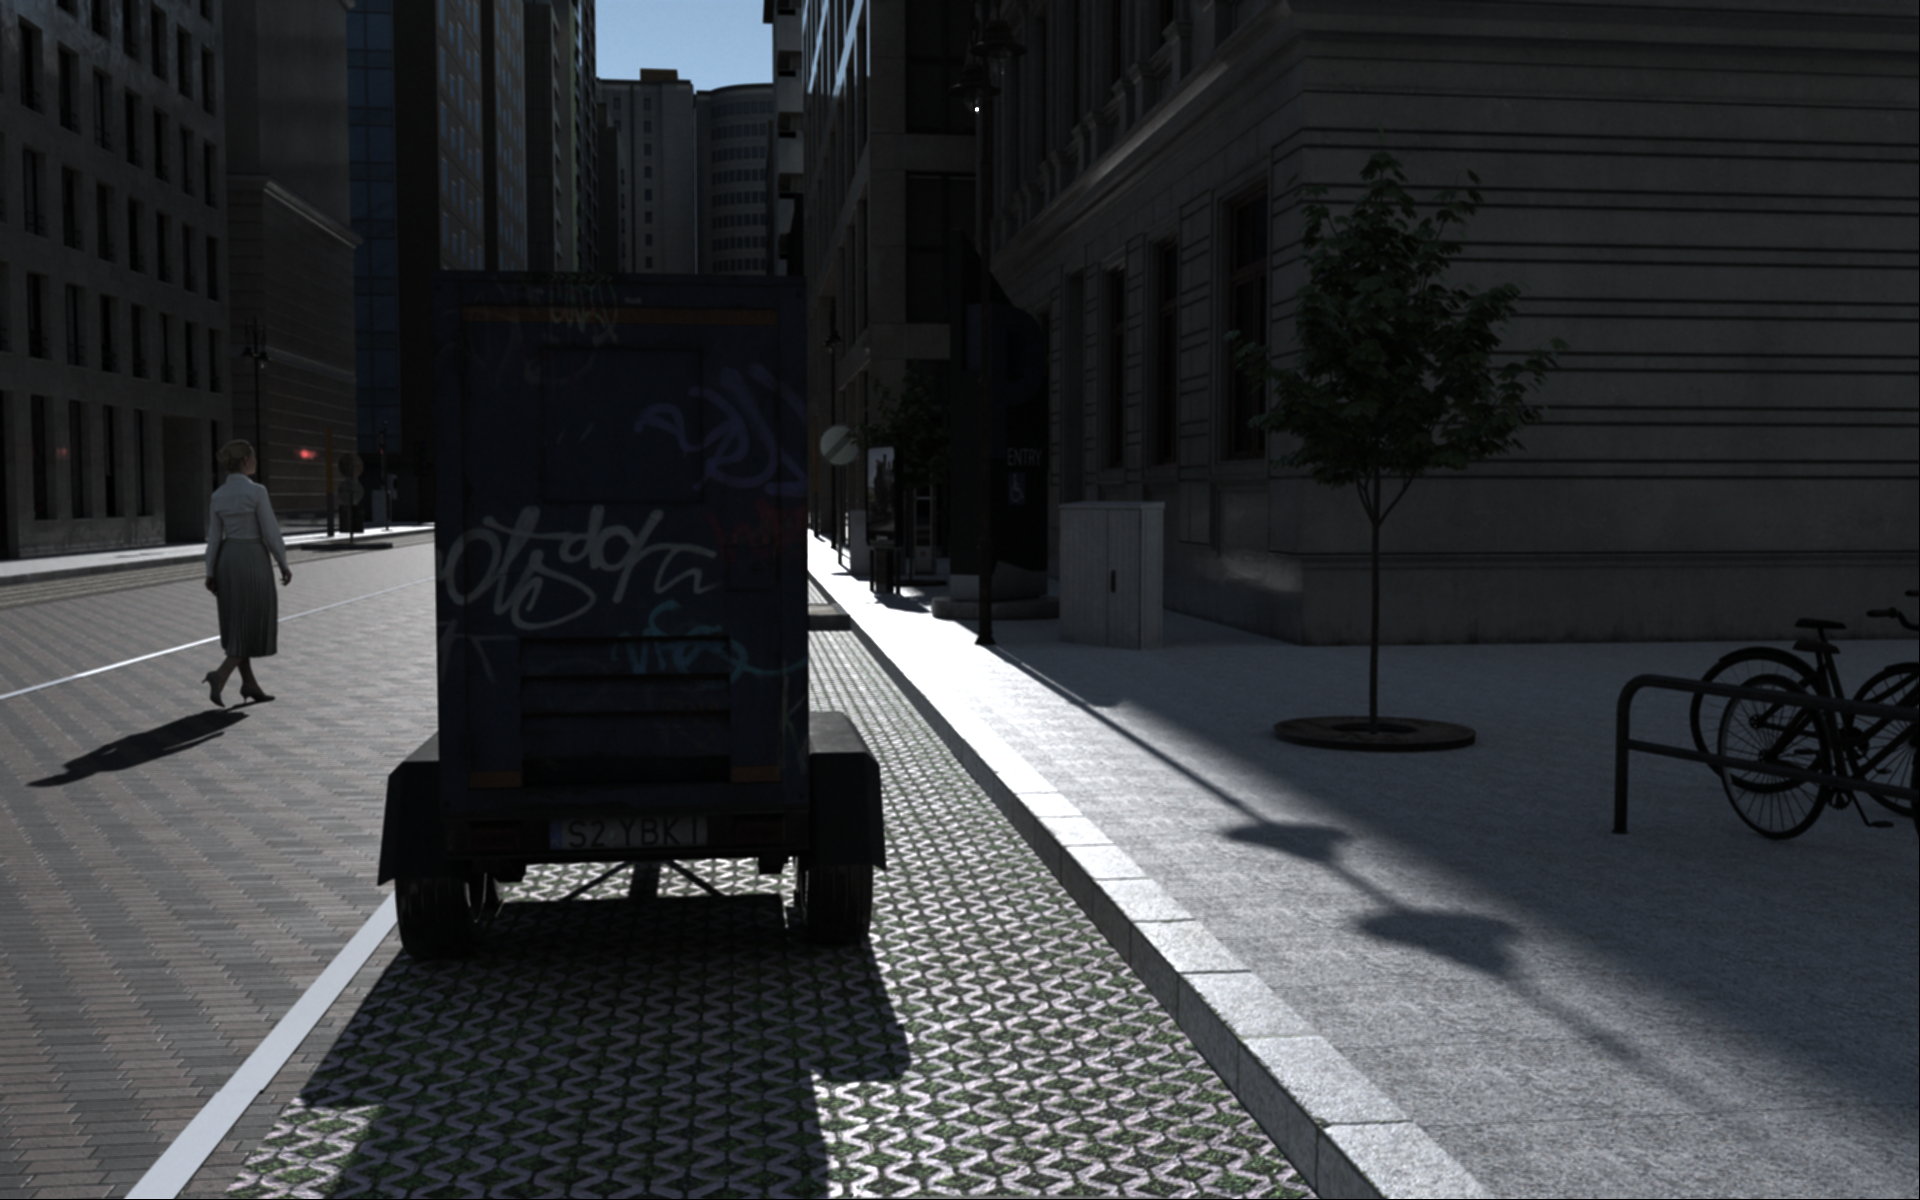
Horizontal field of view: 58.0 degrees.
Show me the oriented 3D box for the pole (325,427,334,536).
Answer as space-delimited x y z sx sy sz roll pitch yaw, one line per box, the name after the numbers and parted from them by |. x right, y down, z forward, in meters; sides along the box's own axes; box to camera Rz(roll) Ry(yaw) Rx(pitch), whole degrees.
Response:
-19.092 -3.585 52.457 0.158 3.312 0.155 0 3 0 | pole

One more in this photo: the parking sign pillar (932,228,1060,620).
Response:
0.423 -1.817 18.173 1.447 3.967 1.447 2 4 33 | parking sign pillar

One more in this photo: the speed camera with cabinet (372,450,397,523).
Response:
-25.482 -5.038 76.701 0.660 3.252 2.038 0 4 -3 | speed camera with cabinet

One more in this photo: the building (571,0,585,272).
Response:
-45.673 -51.929 161.718 22.319 86.520 31.000 0 4 -7 | building

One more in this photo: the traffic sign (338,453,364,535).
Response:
-19.093 -3.316 54.326 0.768 2.556 0.104 0 4 -6 | traffic sign

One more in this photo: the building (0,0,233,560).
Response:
-24.480 -11.279 39.169 10.420 20.320 16.860 0 4 -7 | building

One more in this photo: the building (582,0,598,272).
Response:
-48.113 -45.928 189.177 20.563 71.187 20.611 0 4 -7 | building

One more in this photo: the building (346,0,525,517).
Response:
-36.762 -28.402 114.489 14.600 45.320 14.200 0 4 -7 | building

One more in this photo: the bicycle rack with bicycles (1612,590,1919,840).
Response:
3.714 0.436 6.259 2.852 0.926 2.925 -1 4 -21 | bicycle rack with bicycles

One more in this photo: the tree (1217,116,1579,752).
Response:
2.054 -0.877 8.949 1.663 3.219 1.824 0 3 0 | tree

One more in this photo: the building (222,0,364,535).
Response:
-31.565 -16.610 57.475 20.117 28.700 13.634 0 4 -7 | building

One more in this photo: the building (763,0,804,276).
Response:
-4.298 -35.395 167.943 28.713 52.752 27.495 0 4 -7 | building

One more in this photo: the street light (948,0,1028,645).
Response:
0.216 -2.558 14.617 0.468 5.910 1.993 0 4 -7 | street light

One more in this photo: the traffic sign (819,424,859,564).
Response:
-2.207 -1.937 31.783 0.768 2.556 0.104 0 4 -7 | traffic sign

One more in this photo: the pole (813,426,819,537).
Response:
-4.317 -3.553 51.940 0.158 3.312 0.155 0 3 0 | pole

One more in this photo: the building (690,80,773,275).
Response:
-23.131 -43.051 245.880 28.212 58.520 21.231 0 4 -7 | building

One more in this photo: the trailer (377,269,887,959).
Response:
-1.148 0.038 6.435 1.471 1.999 3.904 -1 4 -8 | trailer

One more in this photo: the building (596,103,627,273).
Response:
-51.876 -35.914 210.890 21.600 48.544 21.300 0 4 -7 | building

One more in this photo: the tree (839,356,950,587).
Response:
-0.579 -1.819 24.336 1.663 3.219 1.824 0 3 0 | tree

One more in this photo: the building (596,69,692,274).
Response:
-51.121 -42.835 242.351 28.212 58.520 21.231 0 4 -7 | building

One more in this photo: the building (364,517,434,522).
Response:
-31.384 -26.553 84.247 14.600 45.320 14.200 0 4 -7 | building

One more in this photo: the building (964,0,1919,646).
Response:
6.558 -11.499 24.158 11.583 22.565 21.152 0 4 -7 | building

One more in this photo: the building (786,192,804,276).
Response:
-4.412 -17.046 108.388 12.332 23.373 15.834 0 4 -7 | building

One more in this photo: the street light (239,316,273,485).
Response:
-18.299 -4.425 45.144 0.468 5.910 1.993 0 4 -7 | street light

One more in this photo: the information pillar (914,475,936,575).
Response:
-0.552 -1.411 27.560 0.304 2.012 0.304 1 4 12 | information pillar

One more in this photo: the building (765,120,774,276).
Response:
-13.232 -36.212 215.775 21.300 48.544 21.600 0 4 -7 | building

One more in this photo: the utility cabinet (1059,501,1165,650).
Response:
1.269 -0.216 14.690 0.306 1.237 1.020 -3 4 -37 | utility cabinet

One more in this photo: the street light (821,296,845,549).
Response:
-2.976 -4.150 40.648 0.468 5.910 1.993 0 4 -7 | street light

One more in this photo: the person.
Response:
-4.883 -0.183 11.721 0.478 1.798 0.641 2 4 28 | person

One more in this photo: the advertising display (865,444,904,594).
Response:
-0.984 -1.060 22.549 0.123 1.923 0.974 -2 4 -26 | advertising display

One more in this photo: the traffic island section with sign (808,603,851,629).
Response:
-2.254 -0.638 19.066 1.989 1.847 2.006 0 4 -7 | traffic island section with sign

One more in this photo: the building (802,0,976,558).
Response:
5.594 -15.121 51.742 19.350 26.468 34.151 0 4 -7 | building

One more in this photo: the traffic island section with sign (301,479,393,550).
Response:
-15.883 -2.226 45.026 1.989 1.847 2.006 0 4 -7 | traffic island section with sign

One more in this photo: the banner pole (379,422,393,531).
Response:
-19.964 -4.282 60.028 0.401 3.779 0.863 0 4 -1 | banner pole

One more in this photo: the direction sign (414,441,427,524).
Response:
-23.165 -5.041 74.412 0.876 3.537 0.379 3 4 39 | direction sign

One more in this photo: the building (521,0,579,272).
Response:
-37.908 -27.716 136.749 14.154 41.232 14.086 0 4 -7 | building

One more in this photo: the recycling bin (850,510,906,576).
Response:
-1.304 -0.919 27.580 0.722 1.027 0.722 1 4 17 | recycling bin
